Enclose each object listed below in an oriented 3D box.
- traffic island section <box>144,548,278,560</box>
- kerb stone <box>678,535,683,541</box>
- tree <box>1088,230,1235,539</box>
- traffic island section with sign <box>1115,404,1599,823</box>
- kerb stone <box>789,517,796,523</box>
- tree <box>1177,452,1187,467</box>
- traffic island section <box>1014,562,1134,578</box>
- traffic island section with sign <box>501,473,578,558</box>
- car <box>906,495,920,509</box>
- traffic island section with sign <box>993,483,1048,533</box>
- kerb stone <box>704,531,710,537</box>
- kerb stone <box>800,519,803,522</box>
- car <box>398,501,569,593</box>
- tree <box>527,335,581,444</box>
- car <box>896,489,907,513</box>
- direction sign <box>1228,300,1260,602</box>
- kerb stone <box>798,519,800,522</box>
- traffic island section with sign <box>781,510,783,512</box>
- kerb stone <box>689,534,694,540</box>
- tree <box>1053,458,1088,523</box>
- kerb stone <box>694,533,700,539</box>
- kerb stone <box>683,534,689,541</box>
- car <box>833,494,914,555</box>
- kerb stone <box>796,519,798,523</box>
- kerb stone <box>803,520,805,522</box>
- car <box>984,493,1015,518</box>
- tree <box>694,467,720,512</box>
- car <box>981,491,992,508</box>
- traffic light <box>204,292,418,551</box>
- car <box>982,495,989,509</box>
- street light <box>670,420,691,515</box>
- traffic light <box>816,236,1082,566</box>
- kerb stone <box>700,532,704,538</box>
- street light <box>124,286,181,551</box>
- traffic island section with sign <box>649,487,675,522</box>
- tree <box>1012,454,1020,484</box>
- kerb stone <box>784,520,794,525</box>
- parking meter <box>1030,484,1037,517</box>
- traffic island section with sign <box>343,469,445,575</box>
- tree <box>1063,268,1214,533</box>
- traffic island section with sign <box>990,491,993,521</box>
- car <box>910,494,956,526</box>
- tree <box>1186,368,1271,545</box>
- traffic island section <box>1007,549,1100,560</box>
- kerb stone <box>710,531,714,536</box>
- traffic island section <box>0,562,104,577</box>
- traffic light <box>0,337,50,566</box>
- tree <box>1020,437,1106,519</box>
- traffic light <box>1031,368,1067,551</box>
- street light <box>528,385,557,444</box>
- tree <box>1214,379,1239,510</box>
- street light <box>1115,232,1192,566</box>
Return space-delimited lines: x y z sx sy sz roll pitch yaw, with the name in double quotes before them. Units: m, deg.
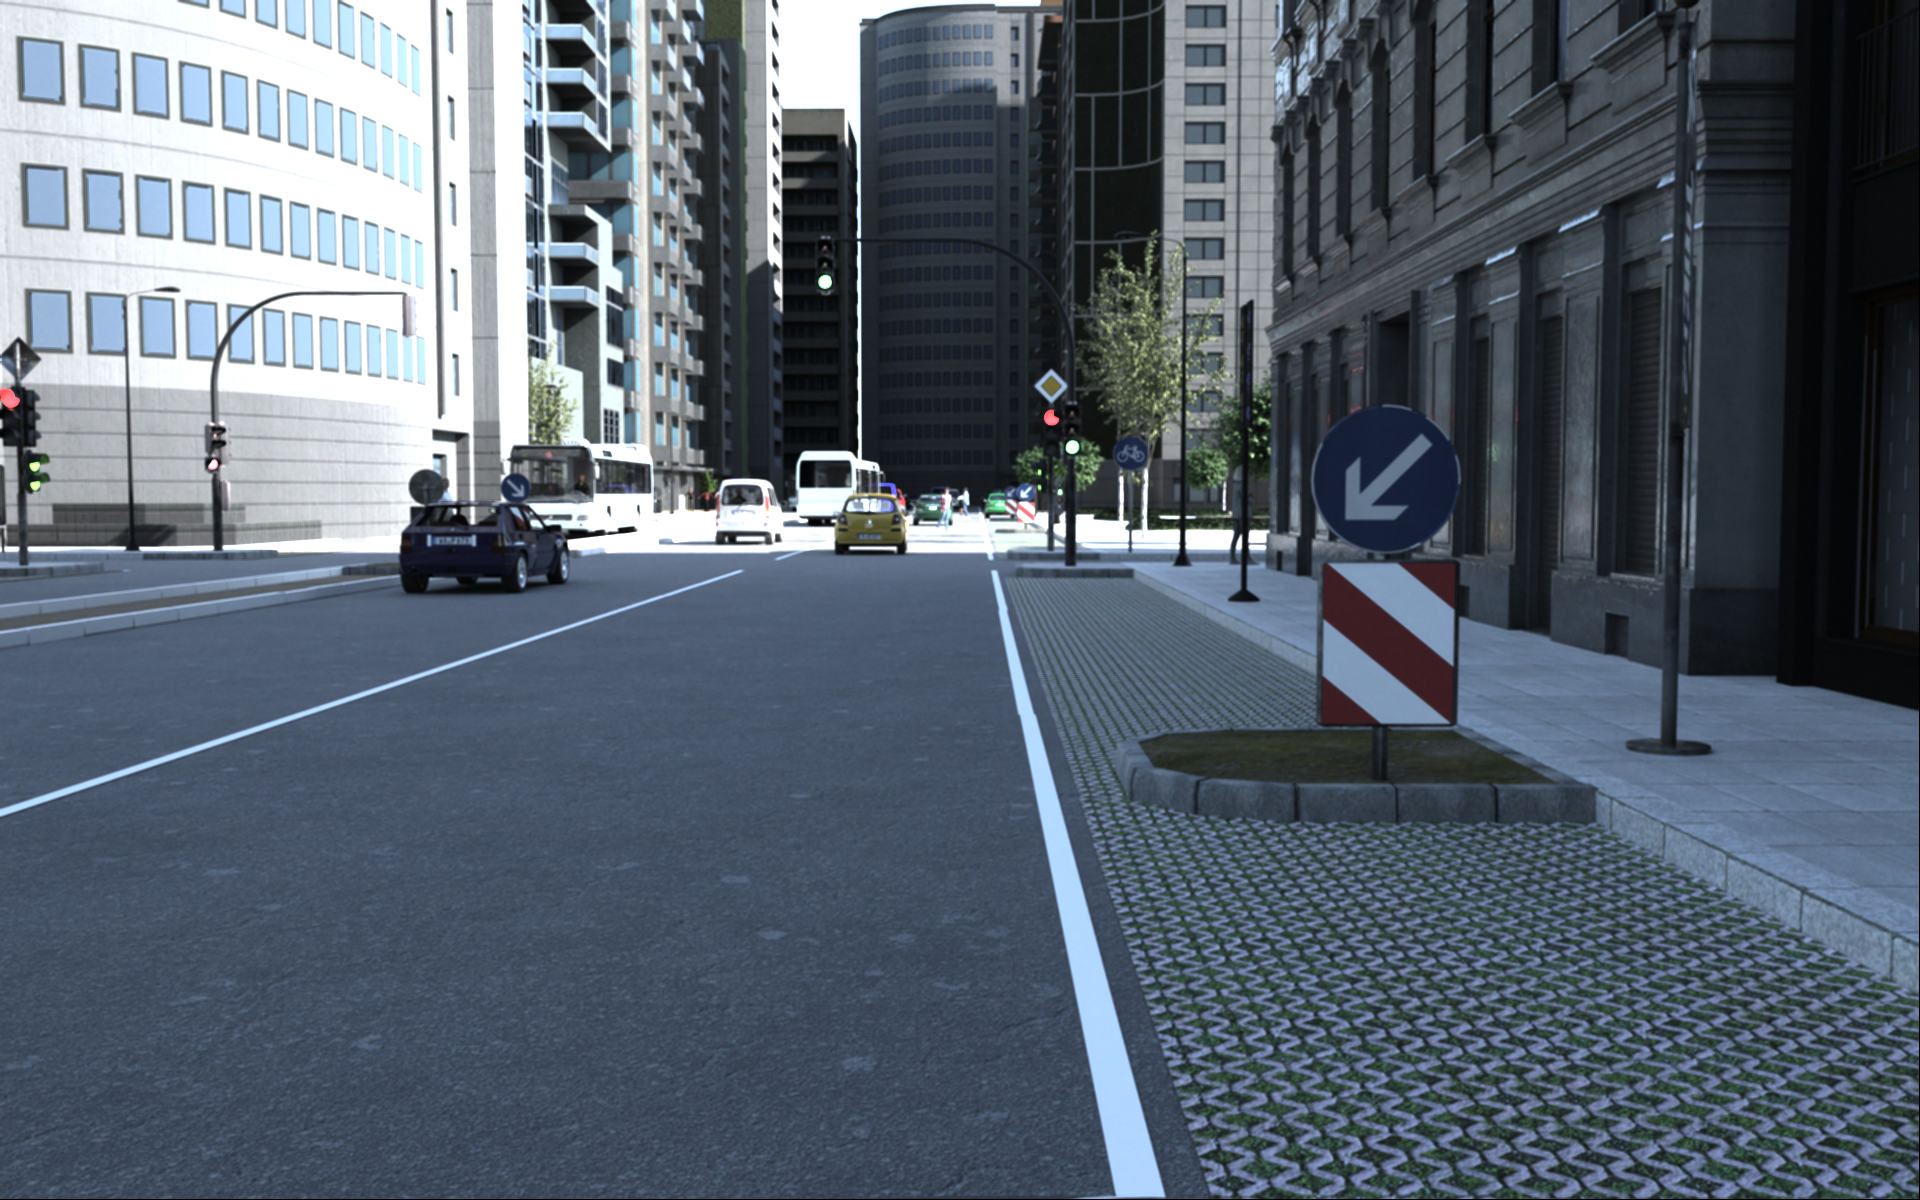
"traffic island section" -16.776 -1.031 39.133 2.009 0.180 2.903 0 4 1
"kerb stone" -8.593 -1.848 52.403 0.120 0.150 1.000 0 4 1
"tree" 5.460 -6.062 49.473 4.737 8.622 4.395 0 3 0
"traffic island section with sign" 1.789 0.011 8.454 1.989 1.847 2.006 0 4 1
"kerb stone" -8.290 -3.853 85.190 0.120 0.150 1.000 0 4 1
"tree" 14.913 -7.480 106.018 4.285 4.588 4.351 0 3 0
"traffic island section" 1.991 -0.531 30.970 2.009 0.180 2.903 0 4 1
"traffic island section with sign" -9.753 -1.871 38.724 2.006 1.907 1.989 0 4 1
"car" -4.200 -9.269 164.121 1.945 1.354 3.894 0 4 1
"traffic island section with sign" 2.300 -3.371 63.737 1.989 1.847 2.006 0 4 1
"kerb stone" -8.539 -2.158 57.525 0.120 0.150 1.000 0 4 1
"kerb stone" -8.260 -4.041 88.267 0.120 0.150 1.000 0 4 1
"car" -7.173 -0.848 26.439 1.945 1.354 3.894 0 4 1
"tree" -18.989 -7.790 77.726 4.737 8.622 4.395 0 3 0
"car" -4.931 -6.998 123.097 2.281 1.827 5.304 0 4 -1
"direction sign" 3.408 -1.755 20.691 0.379 3.537 0.876 0 4 1
"kerb stone" -8.278 -3.977 87.245 0.120 0.150 1.000 0 4 1
"traffic island section with sign" -15.491 -8.131 141.567 1.989 1.847 2.006 0 4 1
"kerb stone" -8.575 -1.973 54.449 0.120 0.150 1.000 0 4 1
"tree" 4.946 -5.128 78.442 1.663 3.219 1.824 0 3 0
"kerb stone" -8.564 -2.034 55.475 0.120 0.150 1.000 0 4 1
"kerb stone" -8.577 -1.910 53.427 0.120 0.150 1.000 0 4 1
"car" -2.148 -1.973 42.483 2.015 1.641 3.980 0 4 -1
"kerb stone" -8.277 -3.915 86.212 0.120 0.150 1.000 0 4 1
"kerb stone" -8.250 -4.104 89.295 0.120 0.150 1.000 0 4 1
"car" 2.377 -5.743 102.702 1.959 1.807 4.718 0 4 2
"tree" -18.005 -7.884 123.504 1.663 3.219 1.824 0 3 0
"car" 3.125 -10.146 174.674 1.959 1.807 4.718 0 4 -1
"traffic light" -14.643 -3.936 39.014 4.771 5.953 1.251 0 4 1
"car" 3.000 -9.128 161.820 1.945 1.354 3.894 0 4 2
"street light" -17.535 -8.324 108.640 1.470 5.913 1.316 0 4 1
"traffic light" -0.141 -3.429 30.735 4.771 5.953 1.251 0 4 1
"kerb stone" -8.561 -2.098 56.503 0.120 0.150 1.000 0 4 1
"street light" -18.137 -4.059 38.902 1.470 5.913 1.316 0 4 1
"traffic island section with sign" -15.977 -5.019 90.687 1.989 1.847 2.006 0 4 1
"tree" 5.065 -8.080 115.820 4.285 4.588 4.351 0 3 0
"kerb stone" -8.296 -3.787 84.161 0.120 0.150 1.000 0 4 1
"parking meter" 4.155 -5.657 98.195 0.255 1.863 0.399 -3 4 -39
"traffic island section with sign" -9.831 -1.418 31.318 2.006 1.907 1.989 0 4 1
"tree" 5.544 -6.523 57.008 4.360 8.622 3.978 0 3 0
"traffic island section with sign" 2.548 -5.019 90.693 1.989 1.847 2.006 0 4 1
"car" -1.252 -4.167 79.931 2.131 1.459 4.920 0 4 -1
"tree" 8.018 -3.684 43.951 4.285 4.588 4.351 0 3 0
"traffic island section" 2.065 -1.020 38.955 2.009 0.180 2.903 0 4 1
"kerb stone" -8.533 -2.219 58.547 0.120 0.150 1.000 0 4 1
"traffic island section" -16.849 -0.542 31.148 2.009 0.180 2.903 0 4 1
"traffic light" -16.809 -2.574 31.013 0.839 4.253 0.868 0 4 1
"tree" 5.864 -6.465 89.410 4.285 4.588 4.351 0 3 0
"traffic light" 2.025 -3.053 38.841 0.839 4.253 0.868 0 4 1
"street light" -17.797 -6.187 73.702 1.470 5.913 1.316 0 4 1
"tree" 16.798 -9.815 110.834 4.360 8.622 3.978 0 3 0
"street light" 3.441 -3.565 30.830 1.470 5.913 1.316 0 4 1
